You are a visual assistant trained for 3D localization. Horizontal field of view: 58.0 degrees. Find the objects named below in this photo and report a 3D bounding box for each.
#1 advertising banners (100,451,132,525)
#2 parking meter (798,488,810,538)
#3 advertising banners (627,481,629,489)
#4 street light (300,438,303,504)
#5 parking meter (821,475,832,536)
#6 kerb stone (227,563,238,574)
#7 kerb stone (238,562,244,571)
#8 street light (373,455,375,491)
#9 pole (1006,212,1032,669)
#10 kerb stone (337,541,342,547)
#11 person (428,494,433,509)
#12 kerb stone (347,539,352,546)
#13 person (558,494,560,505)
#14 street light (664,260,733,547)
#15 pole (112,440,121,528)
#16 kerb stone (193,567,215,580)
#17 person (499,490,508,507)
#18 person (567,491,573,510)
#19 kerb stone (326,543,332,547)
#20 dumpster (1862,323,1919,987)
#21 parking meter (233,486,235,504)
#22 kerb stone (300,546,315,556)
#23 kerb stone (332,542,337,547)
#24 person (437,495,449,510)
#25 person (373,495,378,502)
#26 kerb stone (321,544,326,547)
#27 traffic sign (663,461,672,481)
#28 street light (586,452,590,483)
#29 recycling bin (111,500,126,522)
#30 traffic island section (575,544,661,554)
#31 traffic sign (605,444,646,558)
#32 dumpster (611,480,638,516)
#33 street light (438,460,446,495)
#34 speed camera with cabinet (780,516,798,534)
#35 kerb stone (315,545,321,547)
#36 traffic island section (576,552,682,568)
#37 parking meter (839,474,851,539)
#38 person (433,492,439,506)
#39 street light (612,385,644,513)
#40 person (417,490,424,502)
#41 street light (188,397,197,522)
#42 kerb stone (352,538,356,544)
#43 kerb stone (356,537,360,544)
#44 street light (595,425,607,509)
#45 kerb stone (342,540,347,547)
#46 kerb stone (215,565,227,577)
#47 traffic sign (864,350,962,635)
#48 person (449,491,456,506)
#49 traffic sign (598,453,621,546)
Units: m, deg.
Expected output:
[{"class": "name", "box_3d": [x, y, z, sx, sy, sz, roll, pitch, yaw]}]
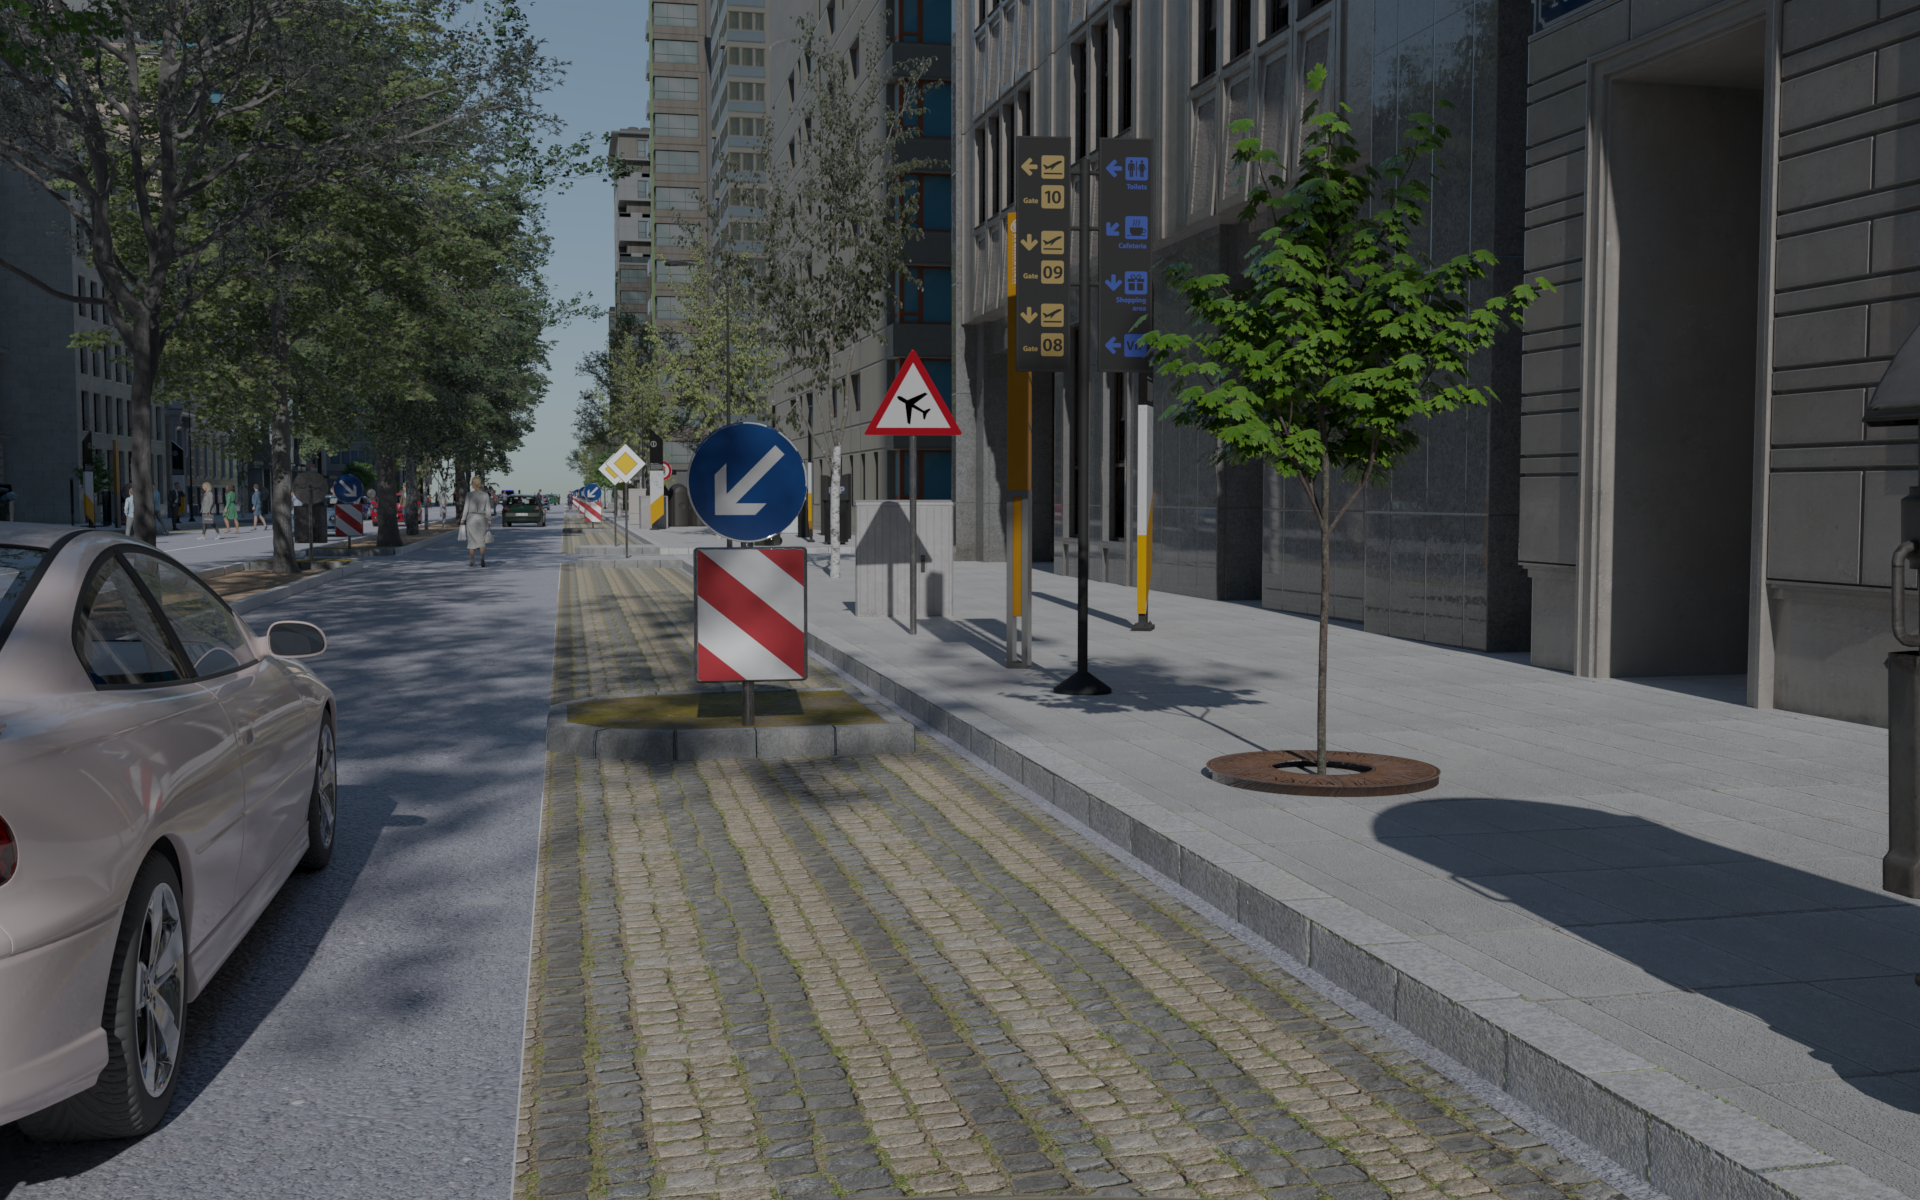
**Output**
[{"class": "advertising banners", "box_3d": [-34.334, -4.561, 70.763, 2.074, 3.025, 0.090, 1, 4, 21]}, {"class": "parking meter", "box_3d": [-4.597, -2.606, 51.024, 0.372, 1.533, 0.369, 0, 3, 0]}, {"class": "advertising banners", "box_3d": [-17.460, -5.862, 92.027, 0.090, 3.025, 2.074, -2, 4, -24]}, {"class": "street light", "box_3d": [-42.594, -8.620, 113.477, 1.470, 5.913, 1.316, -1, 4, -13]}, {"class": "parking meter", "box_3d": [-4.112, -2.928, 53.578, 0.255, 1.863, 0.399, 2, 4, 29]}, {"class": "kerb stone", "box_3d": [-13.143, -0.539, 31.056, 0.120, 0.150, 1.000, -1, 4, -13]}, {"class": "kerb stone", "box_3d": [-13.384, -0.602, 32.050, 0.120, 0.150, 1.000, -1, 4, -13]}, {"class": "street light", "box_3d": [-52.109, -11.195, 155.585, 1.470, 5.913, 1.316, -1, 4, -13]}, {"class": "pole", "box_3d": [0.436, -1.153, 12.687, 0.158, 3.312, 0.155, 0, 3, 0]}, {"class": "kerb stone", "box_3d": [-16.468, -1.428, 45.604, 0.120, 0.150, 1.000, -1, 4, -13]}, {"class": "person", "box_3d": [-52.460, -9.767, 171.442, 1.065, 1.426, 0.557, -3, 4, -36]}, {"class": "kerb stone", "box_3d": [-16.911, -1.552, 47.600, 0.120, 0.150, 1.000, -1, 4, -13]}, {"class": "person", "box_3d": [-53.858, -13.514, 232.717, 0.557, 1.426, 1.065, -1, 4, -10]}, {"class": "street light", "box_3d": [-5.173, -3.797, 34.629, 1.470, 5.913, 1.316, -1, 4, -13]}, {"class": "pole", "box_3d": [-31.809, -4.372, 65.326, 0.158, 3.312, 0.155, 0, 3, 0]}, {"class": "kerb stone", "box_3d": [-12.697, -0.419, 29.054, 0.120, 0.150, 1.000, -1, 4, -13]}, {"class": "person", "box_3d": [-34.745, -7.528, 132.368, 0.721, 1.735, 1.217, 3, 4, 37]}, {"class": "person", "box_3d": [-33.522, -8.532, 148.909, 0.541, 1.710, 0.530, -2, 4, -34]}, {"class": "kerb stone", "box_3d": [-16.005, -1.309, 43.607, 0.120, 0.150, 1.000, -1, 4, -13]}, {"class": "dumpster", "box_3d": [2.695, 0.172, 2.939, 1.264, 1.857, 1.865, -1, 4, -13]}, {"class": "parking meter", "box_3d": [-43.280, -5.944, 102.889, 0.255, 1.863, 0.399, 3, 5, 43]}, {"class": "kerb stone", "box_3d": [-15.322, -1.126, 40.598, 0.120, 0.150, 1.000, -1, 4, -13]}, {"class": "kerb stone", "box_3d": [-16.236, -1.366, 44.609, 0.120, 0.150, 1.000, -1, 4, -13]}, {"class": "person", "box_3d": [-38.461, -7.316, 128.944, 1.217, 1.723, 0.721, 2, 4, 29]}, {"class": "person", "box_3d": [-47.983, -8.121, 141.968, 0.721, 1.739, 1.217, 1, 4, 8]}, {"class": "kerb stone", "box_3d": [-15.783, -1.248, 42.599, 0.120, 0.150, 1.000, -1, 4, -13]}, {"class": "traffic sign", "box_3d": [-11.374, -4.036, 66.093, 0.768, 2.556, 0.104, 0, 4, -7]}, {"class": "street light", "box_3d": [-30.877, -10.718, 147.783, 1.470, 5.913, 1.316, -1, 4, -13]}, {"class": "recycling bin", "box_3d": [-38.169, -4.055, 78.848, 0.722, 1.027, 0.722, 3, 5, 39]}, {"class": "traffic island section", "box_3d": [-8.414, -1.232, 42.432, 2.009, 0.180, 2.903, -1, 4, -13]}, {"class": "traffic sign", "box_3d": [-6.663, -1.891, 34.563, 0.795, 2.450, 0.064, -1, 4, -13]}, {"class": "dumpster", "box_3d": [-19.415, -5.978, 100.230, 1.502, 2.255, 1.985, -1, 4, -13]}, {"class": "street light", "box_3d": [-70.444, -16.104, 235.842, 1.470, 5.913, 1.316, -1, 4, -13]}, {"class": "speed camera with cabinet", "box_3d": [-5.721, -3.815, 56.707, 0.660, 3.252, 2.038, -1, 4, -14]}, {"class": "kerb stone", "box_3d": [-15.548, -1.187, 41.604, 0.120, 0.150, 1.000, -1, 4, -13]}, {"class": "traffic island section", "box_3d": [-6.642, -0.756, 34.645, 2.009, 0.180, 2.903, -1, 4, -13]}, {"class": "parking meter", "box_3d": [-3.320, -2.671, 49.388, 0.399, 1.863, 0.255, 2, 4, 24]}, {"class": "person", "box_3d": [-62.000, -11.998, 205.391, 1.217, 1.736, 0.721, 1, 4, 17]}, {"class": "street light", "box_3d": [-14.053, -6.189, 73.725, 1.470, 5.913, 1.316, -1, 4, -13]}, {"class": "person", "box_3d": [-47.274, -8.738, 151.396, 1.348, 1.821, 0.705, 1, 4, 14]}, {"class": "street light", "box_3d": [-35.014, -6.579, 80.100, 1.470, 5.913, 1.316, -1, 4, -13]}, {"class": "kerb stone", "box_3d": [-17.155, -1.615, 48.602, 0.120, 0.150, 1.000, -1, 4, -13]}, {"class": "kerb stone", "box_3d": [-17.371, -1.675, 49.606, 0.120, 0.150, 1.000, -1, 4, -13]}, {"class": "street light", "box_3d": [-23.591, -8.743, 115.492, 1.470, 5.913, 1.316, -1, 4, -13]}, {"class": "kerb stone", "box_3d": [-16.694, -1.493, 46.601, 0.120, 0.150, 1.000, -1, 4, -13]}, {"class": "kerb stone", "box_3d": [-12.926, -0.479, 30.057, 0.120, 0.150, 1.000, -1, 4, -13]}, {"class": "traffic sign", "box_3d": [-0.427, -0.962, 15.727, 0.884, 2.594, 0.081, 0, 4, -8]}, {"class": "person", "box_3d": [-62.270, -12.533, 213.371, 1.348, 1.831, 0.705, -1, 4, -23]}, {"class": "traffic sign", "box_3d": [-8.435, -2.367, 42.349, 0.795, 2.450, 0.064, -1, 4, -13]}]
